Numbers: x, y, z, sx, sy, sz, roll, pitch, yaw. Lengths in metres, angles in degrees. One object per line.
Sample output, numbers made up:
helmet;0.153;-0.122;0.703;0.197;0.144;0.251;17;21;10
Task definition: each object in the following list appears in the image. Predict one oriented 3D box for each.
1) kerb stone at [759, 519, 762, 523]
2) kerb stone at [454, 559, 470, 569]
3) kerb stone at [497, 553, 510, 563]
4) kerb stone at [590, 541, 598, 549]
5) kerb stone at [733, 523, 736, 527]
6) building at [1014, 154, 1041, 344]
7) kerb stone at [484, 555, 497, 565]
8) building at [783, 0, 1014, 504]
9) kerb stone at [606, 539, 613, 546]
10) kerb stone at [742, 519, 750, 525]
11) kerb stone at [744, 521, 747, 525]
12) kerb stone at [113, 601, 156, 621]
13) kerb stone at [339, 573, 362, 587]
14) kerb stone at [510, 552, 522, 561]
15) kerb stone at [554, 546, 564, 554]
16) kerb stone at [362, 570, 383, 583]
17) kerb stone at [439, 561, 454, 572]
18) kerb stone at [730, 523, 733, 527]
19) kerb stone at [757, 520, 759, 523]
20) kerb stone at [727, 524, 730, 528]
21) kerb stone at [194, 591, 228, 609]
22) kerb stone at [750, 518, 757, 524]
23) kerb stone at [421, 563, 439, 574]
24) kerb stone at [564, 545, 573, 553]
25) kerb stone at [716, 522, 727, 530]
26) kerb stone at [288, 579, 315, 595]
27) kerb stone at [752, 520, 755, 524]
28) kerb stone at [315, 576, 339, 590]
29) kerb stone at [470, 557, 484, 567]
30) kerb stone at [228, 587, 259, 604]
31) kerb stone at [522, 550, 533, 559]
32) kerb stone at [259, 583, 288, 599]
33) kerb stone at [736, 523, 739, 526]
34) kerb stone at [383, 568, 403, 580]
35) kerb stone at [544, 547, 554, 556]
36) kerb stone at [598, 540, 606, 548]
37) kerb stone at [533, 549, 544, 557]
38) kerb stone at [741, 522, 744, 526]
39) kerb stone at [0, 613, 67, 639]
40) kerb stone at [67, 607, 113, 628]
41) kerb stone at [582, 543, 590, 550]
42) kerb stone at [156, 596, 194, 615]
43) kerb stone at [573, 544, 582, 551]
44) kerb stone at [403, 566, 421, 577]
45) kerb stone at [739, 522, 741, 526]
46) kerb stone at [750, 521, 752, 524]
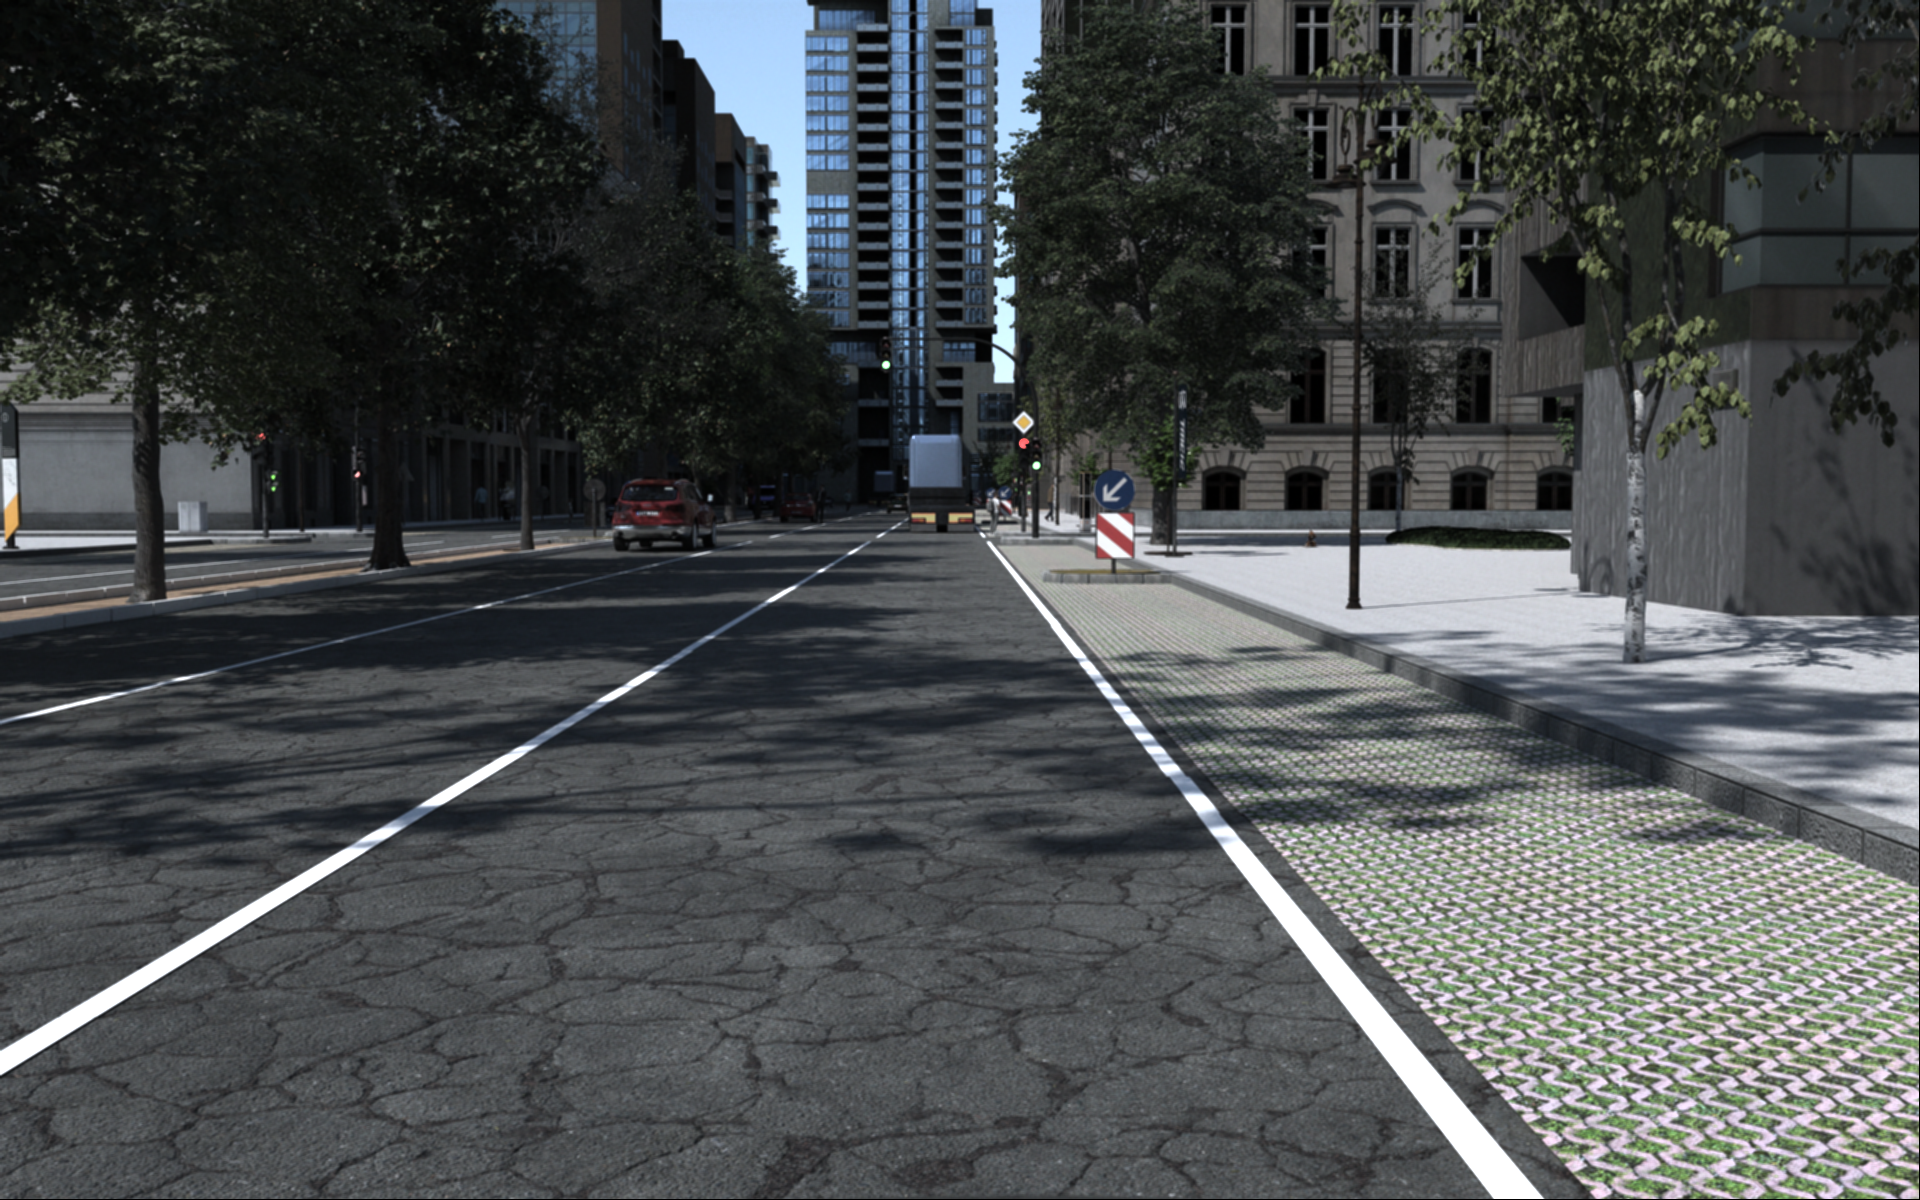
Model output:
kerb stone;-9.986;-3.851;85.161;0.120;0.150;1.000;0;4;0
kerb stone;-9.674;-0.679;33.292;0.120;0.150;1.000;0;4;0
kerb stone;-9.702;-0.865;36.372;0.120;0.150;1.000;0;4;0
kerb stone;-9.748;-1.431;45.592;0.120;0.150;1.000;0;4;0
kerb stone;-9.934;-3.223;74.905;0.120;0.150;1.000;0;4;0
building;14.436;-35.219;225.937;14.200;45.320;14.600;0;4;0
kerb stone;-9.693;-0.798;35.344;0.120;0.150;1.000;0;4;0
building;-8.190;-56.038;228.893;31.000;86.520;22.319;0;4;0
kerb stone;-9.761;-1.556;47.640;0.120;0.150;1.000;0;4;0
kerb stone;-9.957;-3.535;80.028;0.120;0.150;1.000;0;4;0
kerb stone;-9.963;-3.473;79.006;0.120;0.150;1.000;0;4;0
kerb stone;-9.597;0.136;19.980;0.120;0.150;1.000;0;4;0
kerb stone;-9.644;-0.303;27.154;0.120;0.150;1.000;0;4;0
kerb stone;-9.702;-0.930;37.397;0.120;0.150;1.000;0;4;0
kerb stone;-9.730;-1.180;41.491;0.120;0.150;1.000;0;4;0
kerb stone;-9.654;-0.363;28.176;0.120;0.150;1.000;0;4;0
kerb stone;-9.671;-0.616;32.270;0.120;0.150;1.000;0;4;0
kerb stone;-9.922;-3.158;73.879;0.120;0.150;1.000;0;4;0
kerb stone;-9.985;-3.788;84.130;0.120;0.150;1.000;0;4;0
kerb stone;-9.914;-3.098;72.851;0.120;0.150;1.000;0;4;0
kerb stone;-9.617;0.012;22.024;0.120;0.150;1.000;0;4;0
kerb stone;-9.973;-3.725;83.101;0.120;0.150;1.000;0;4;0
kerb stone;-9.661;-0.549;31.248;0.120;0.150;1.000;0;4;0
kerb stone;-9.726;-1.243;42.513;0.120;0.150;1.000;0;4;0
kerb stone;-9.911;-3.030;71.822;0.120;0.150;1.000;0;4;0
kerb stone;-9.628;-0.178;25.106;0.120;0.150;1.000;0;4;0
kerb stone;-9.966;-3.659;82.073;0.120;0.150;1.000;0;4;0
kerb stone;-9.641;-0.241;26.131;0.120;0.150;1.000;0;4;0
kerb stone;-9.682;-0.741;34.318;0.120;0.150;1.000;0;4;0
kerb stone;-9.618;-0.052;23.046;0.120;0.150;1.000;0;4;0
kerb stone;-9.704;-0.991;38.419;0.120;0.150;1.000;0;4;0
kerb stone;-9.625;-0.115;24.077;0.120;0.150;1.000;0;4;0
kerb stone;-9.936;-3.280;75.931;0.120;0.150;1.000;0;4;0
kerb stone;-9.657;-0.425;29.200;0.120;0.150;1.000;0;4;0
kerb stone;-9.715;-1.118;40.469;0.120;0.150;1.000;0;4;0
kerb stone;-9.753;-1.493;46.614;0.120;0.150;1.000;0;4;0
kerb stone;-9.712;-1.055;39.441;0.120;0.150;1.000;0;4;0
kerb stone;-9.940;-3.409;77.984;0.120;0.150;1.000;0;4;0
kerb stone;-9.590;0.267;17.928;0.120;0.150;1.000;0;4;0
kerb stone;-9.601;0.198;18.958;0.120;0.150;1.000;0;4;0
kerb stone;-9.746;-1.368;44.570;0.120;0.150;1.000;0;4;0
kerb stone;-9.603;0.074;21.002;0.120;0.150;1.000;0;4;0
kerb stone;-9.736;-1.305;43.535;0.120;0.150;1.000;0;4;0
kerb stone;-9.664;-0.489;30.226;0.120;0.150;1.000;0;4;0
kerb stone;-9.944;-3.349;76.957;0.120;0.150;1.000;0;4;0
kerb stone;-9.966;-3.600;81.051;0.120;0.150;1.000;0;4;0
